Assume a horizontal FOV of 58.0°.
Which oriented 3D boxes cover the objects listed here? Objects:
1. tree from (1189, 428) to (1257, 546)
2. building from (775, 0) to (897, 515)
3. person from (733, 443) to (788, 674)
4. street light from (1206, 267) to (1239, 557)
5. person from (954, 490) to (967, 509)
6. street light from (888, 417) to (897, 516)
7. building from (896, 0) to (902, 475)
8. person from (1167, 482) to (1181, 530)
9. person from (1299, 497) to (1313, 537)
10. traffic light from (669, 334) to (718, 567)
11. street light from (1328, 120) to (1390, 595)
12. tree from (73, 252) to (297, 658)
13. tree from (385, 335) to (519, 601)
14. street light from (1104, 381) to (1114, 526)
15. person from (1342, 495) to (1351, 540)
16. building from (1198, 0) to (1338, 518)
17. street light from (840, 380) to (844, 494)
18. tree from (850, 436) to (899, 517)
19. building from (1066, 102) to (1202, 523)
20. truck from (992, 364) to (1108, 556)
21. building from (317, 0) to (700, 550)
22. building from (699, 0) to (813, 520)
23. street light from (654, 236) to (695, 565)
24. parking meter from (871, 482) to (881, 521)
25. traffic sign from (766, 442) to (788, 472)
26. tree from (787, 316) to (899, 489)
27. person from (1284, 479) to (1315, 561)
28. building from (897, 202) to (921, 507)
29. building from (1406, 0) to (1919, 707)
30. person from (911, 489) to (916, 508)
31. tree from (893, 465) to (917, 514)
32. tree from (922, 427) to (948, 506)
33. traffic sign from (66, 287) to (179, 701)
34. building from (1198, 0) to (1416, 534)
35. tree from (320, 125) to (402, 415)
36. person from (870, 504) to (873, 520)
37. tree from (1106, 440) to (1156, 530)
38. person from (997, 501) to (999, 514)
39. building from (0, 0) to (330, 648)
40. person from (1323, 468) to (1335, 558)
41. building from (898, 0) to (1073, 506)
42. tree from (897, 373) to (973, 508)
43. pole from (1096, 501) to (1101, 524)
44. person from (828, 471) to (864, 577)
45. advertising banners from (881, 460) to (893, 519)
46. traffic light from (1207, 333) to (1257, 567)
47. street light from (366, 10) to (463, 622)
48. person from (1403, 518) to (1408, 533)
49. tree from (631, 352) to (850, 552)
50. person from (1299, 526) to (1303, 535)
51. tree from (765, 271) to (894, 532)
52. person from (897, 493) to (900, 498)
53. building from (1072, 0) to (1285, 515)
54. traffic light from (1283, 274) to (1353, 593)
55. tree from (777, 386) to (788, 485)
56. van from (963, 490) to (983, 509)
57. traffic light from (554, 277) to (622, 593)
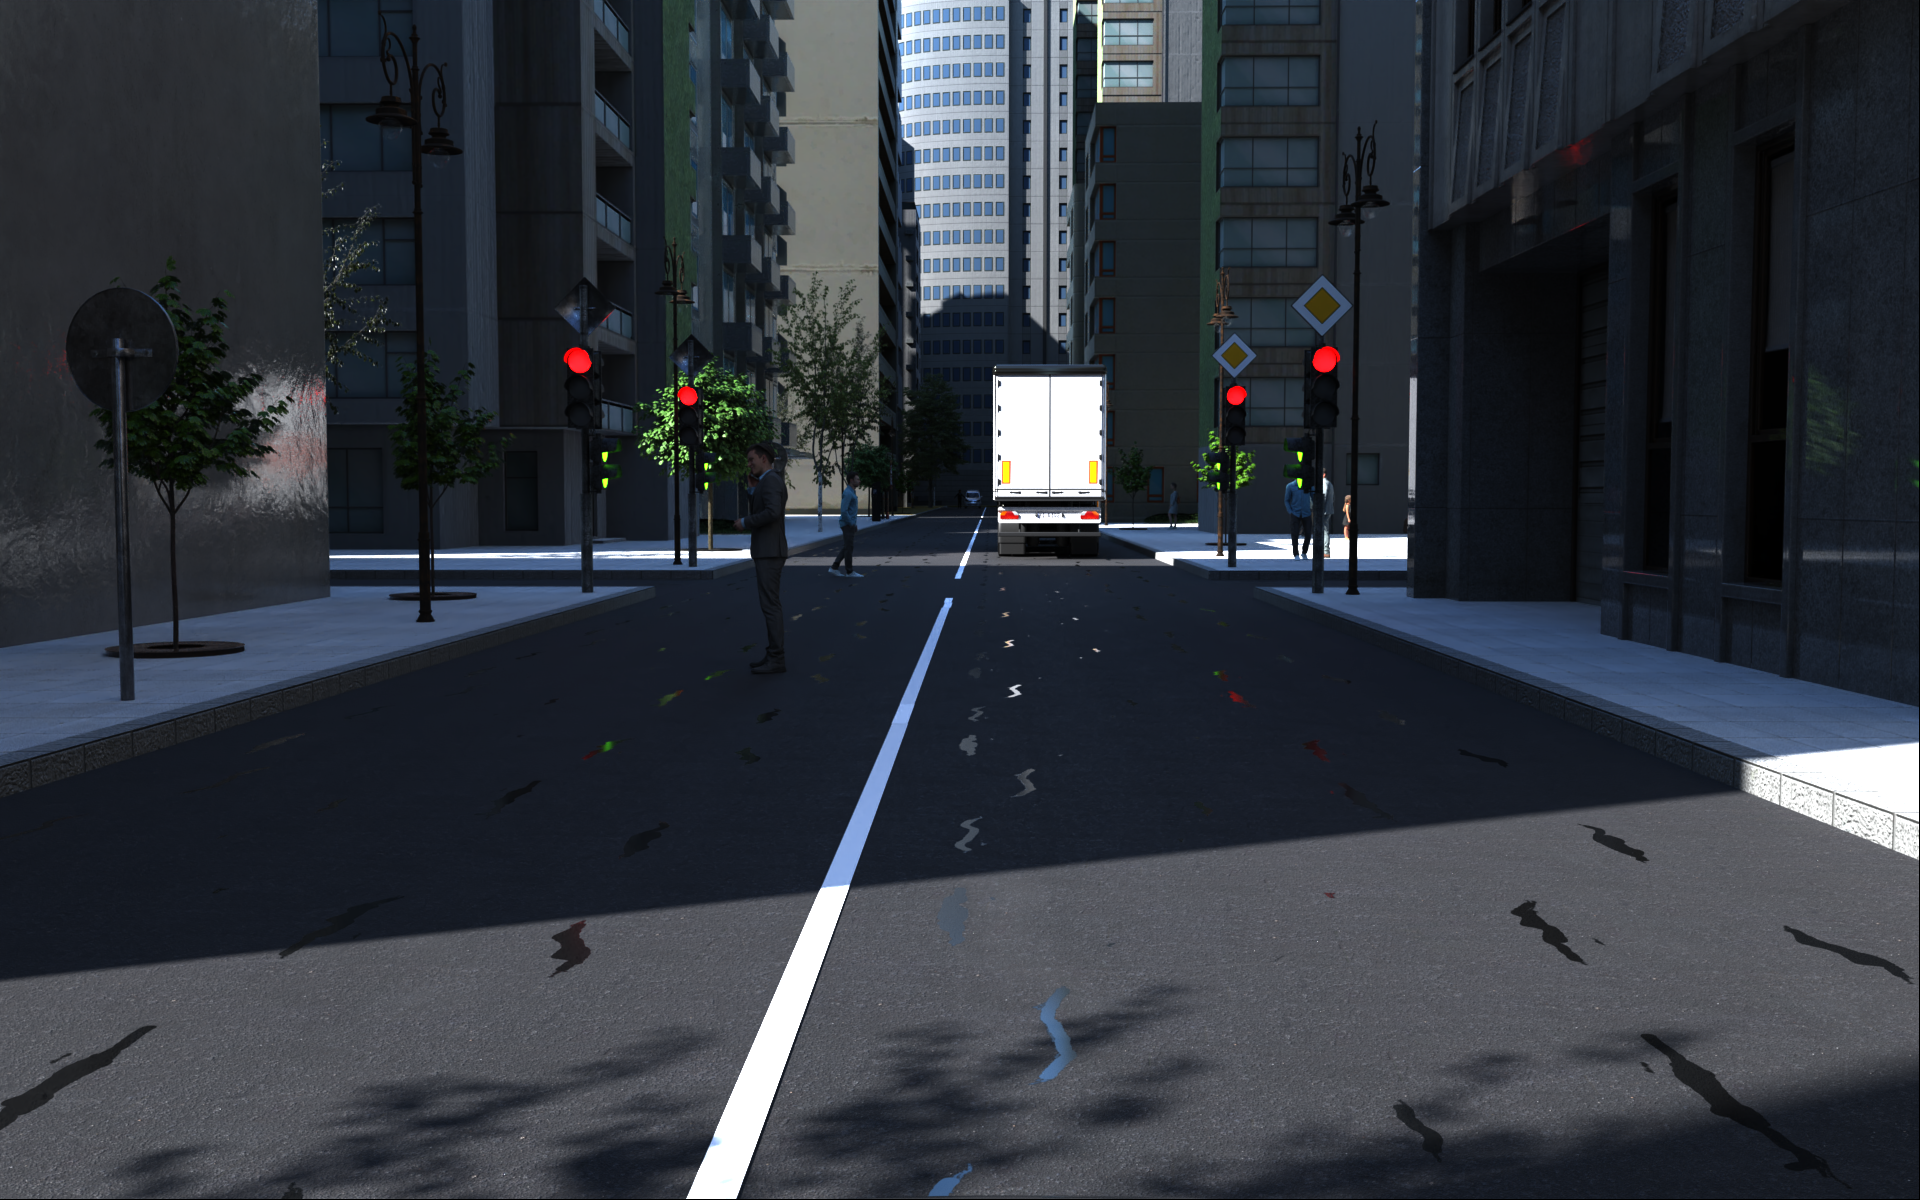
[{"bbox_3d":[6.538,-2.981,43.334,1.663,3.219,1.824,0,3,0],"label":"tree"},{"bbox_3d":[-15.460,-30.123,116.217,21.300,48.544,21.600,0,4,1],"label":"building"},{"bbox_3d":[-1.615,-0.352,14.053,0.447,1.846,0.655,0,4,-7],"label":"person"},{"bbox_3d":[5.349,-3.831,35.432,0.468,5.910,1.993,0,4,1],"label":"street light"},{"bbox_3d":[-0.008,-9.769,167.855,1.348,1.869,0.705,-2,4,-27],"label":"person"},{"bbox_3d":[-3.992,-7.927,102.395,0.468,5.910,1.993,0,4,1],"label":"street light"},{"bbox_3d":[-18.684,-33.784,141.614,28.713,52.752,27.495,0,4,1],"label":"building"},{"bbox_3d":[7.757,-3.413,62.851,0.522,1.701,0.512,0,4,7],"label":"person"},{"bbox_3d":[10.253,-2.733,51.216,0.515,1.767,0.782,-2,4,-25],"label":"person"},{"bbox_3d":[-4.699,-2.541,30.461,0.839,4.253,0.868,0,4,1],"label":"traffic light"},{"bbox_3d":[5.018,-3.007,21.952,0.468,5.910,1.993,0,4,1],"label":"street light"},{"bbox_3d":[-6.232,-1.186,13.998,1.663,3.219,1.824,0,3,0],"label":"tree"},{"bbox_3d":[-6.506,-1.620,21.090,1.663,3.219,1.824,0,3,0],"label":"tree"},{"bbox_3d":[5.931,-5.948,70.040,0.468,5.910,1.993,0,4,1],"label":"street light"},{"bbox_3d":[10.794,-2.278,47.958,0.373,1.253,0.362,3,4,36],"label":"person"},{"bbox_3d":[15.842,-26.257,112.901,14.154,41.232,14.086,0,4,1],"label":"building"},{"bbox_3d":[-4.520,-5.739,66.621,0.468,5.910,1.993,0,4,1],"label":"street light"},{"bbox_3d":[-5.091,-6.935,97.094,4.285,4.588,4.351,0,3,0],"label":"tree"},{"bbox_3d":[20.057,-15.039,90.934,27.650,21.520,28.899,0,4,1],"label":"building"},{"bbox_3d":[2.156,-3.315,43.114,2.839,4.237,11.283,0,4,2],"label":"truck"},{"bbox_3d":[-15.072,-22.091,44.789,14.154,41.232,14.086,0,4,1],"label":"building"},{"bbox_3d":[-19.343,-27.963,76.810,23.786,49.044,30.456,0,4,1],"label":"building"},{"bbox_3d":[-5.136,-3.580,31.325,0.468,5.910,1.993,0,4,1],"label":"street light"},{"bbox_3d":[-3.942,-4.626,81.344,0.399,1.863,0.255,2,4,29],"label":"parking meter"},{"bbox_3d":[-4.606,-2.595,42.542,0.768,2.556,0.104,0,4,8],"label":"traffic sign"},{"bbox_3d":[-4.660,-7.469,72.478,4.360,8.622,3.978,0,3,0],"label":"tree"},{"bbox_3d":[6.613,-1.681,33.554,0.660,1.820,0.620,0,4,-3],"label":"person"},{"bbox_3d":[-10.974,-24.564,173.318,14.107,30.474,14.160,0,4,1],"label":"building"},{"bbox_3d":[11.417,-11.797,10.908,12.078,24.808,19.932,0,4,1],"label":"building"},{"bbox_3d":[-4.352,-9.420,160.069,0.705,1.824,1.348,1,4,13],"label":"person"},{"bbox_3d":[-3.621,-7.265,113.376,1.663,3.219,1.824,0,3,0],"label":"tree"},{"bbox_3d":[-2.963,-14.243,183.230,4.360,8.622,3.978,0,3,0],"label":"tree"},{"bbox_3d":[-5.182,-0.648,10.705,0.768,2.556,0.104,1,4,10],"label":"traffic sign"},{"bbox_3d":[15.386,-23.081,60.975,14.154,41.232,14.086,0,4,1],"label":"building"},{"bbox_3d":[-13.217,-5.077,33.365,4.360,8.622,3.978,0,3,0],"label":"tree"},{"bbox_3d":[-4.274,-4.795,87.037,0.503,1.515,0.523,-3,5,-41],"label":"person"},{"bbox_3d":[6.302,-4.136,62.220,1.663,3.219,1.824,0,3,0],"label":"tree"},{"bbox_3d":[2.757,-6.835,120.775,0.721,1.766,1.217,-2,4,-26],"label":"person"},{"bbox_3d":[-25.025,-12.661,11.529,34.151,26.468,19.350,0,4,1],"label":"building"},{"bbox_3d":[7.314,-1.752,34.784,0.391,1.810,0.635,1,4,15],"label":"person"},{"bbox_3d":[3.514,-40.269,200.403,28.212,58.520,21.231,0,4,1],"label":"building"},{"bbox_3d":[-2.534,-14.893,161.622,7.486,12.596,7.792,0,3,0],"label":"tree"},{"bbox_3d":[5.855,-4.854,73.202,0.158,3.312,0.155,0,3,0],"label":"pole"},{"bbox_3d":[-1.971,-1.306,29.871,0.620,1.820,0.660,0,4,-3],"label":"person"},{"bbox_3d":[-3.724,-5.648,88.537,0.090,3.025,2.074,1,4,14],"label":"advertising banners"},{"bbox_3d":[4.761,-2.531,30.307,0.839,4.253,0.868,0,4,1],"label":"traffic light"},{"bbox_3d":[-5.371,-2.718,17.228,0.468,5.910,1.993,0,4,1],"label":"street light"},{"bbox_3d":[9.081,-1.692,33.827,0.853,1.813,0.709,1,4,10],"label":"person"},{"bbox_3d":[-5.585,-3.392,39.172,4.285,4.588,4.351,0,3,0],"label":"tree"},{"bbox_3d":[10.679,-2.920,54.054,0.573,1.790,0.520,-1,4,-21],"label":"person"},{"bbox_3d":[-4.502,-6.605,58.359,4.737,8.622,4.395,0,3,0],"label":"tree"},{"bbox_3d":[-6.094,-9.450,160.566,1.348,1.821,0.705,3,4,36],"label":"person"},{"bbox_3d":[15.179,-27.118,126.975,14.154,41.232,14.086,0,4,1],"label":"building"},{"bbox_3d":[4.617,-2.043,22.323,0.839,4.253,0.868,0,4,1],"label":"traffic light"},{"bbox_3d":[-10.363,-9.246,101.532,4.360,8.622,3.978,0,3,0],"label":"tree"},{"bbox_3d":[1.274,-10.161,173.145,2.013,2.044,4.112,0,4,0],"label":"van"},{"bbox_3d":[-4.843,-2.052,22.477,0.839,4.253,0.868,0,4,1],"label":"traffic light"}]
